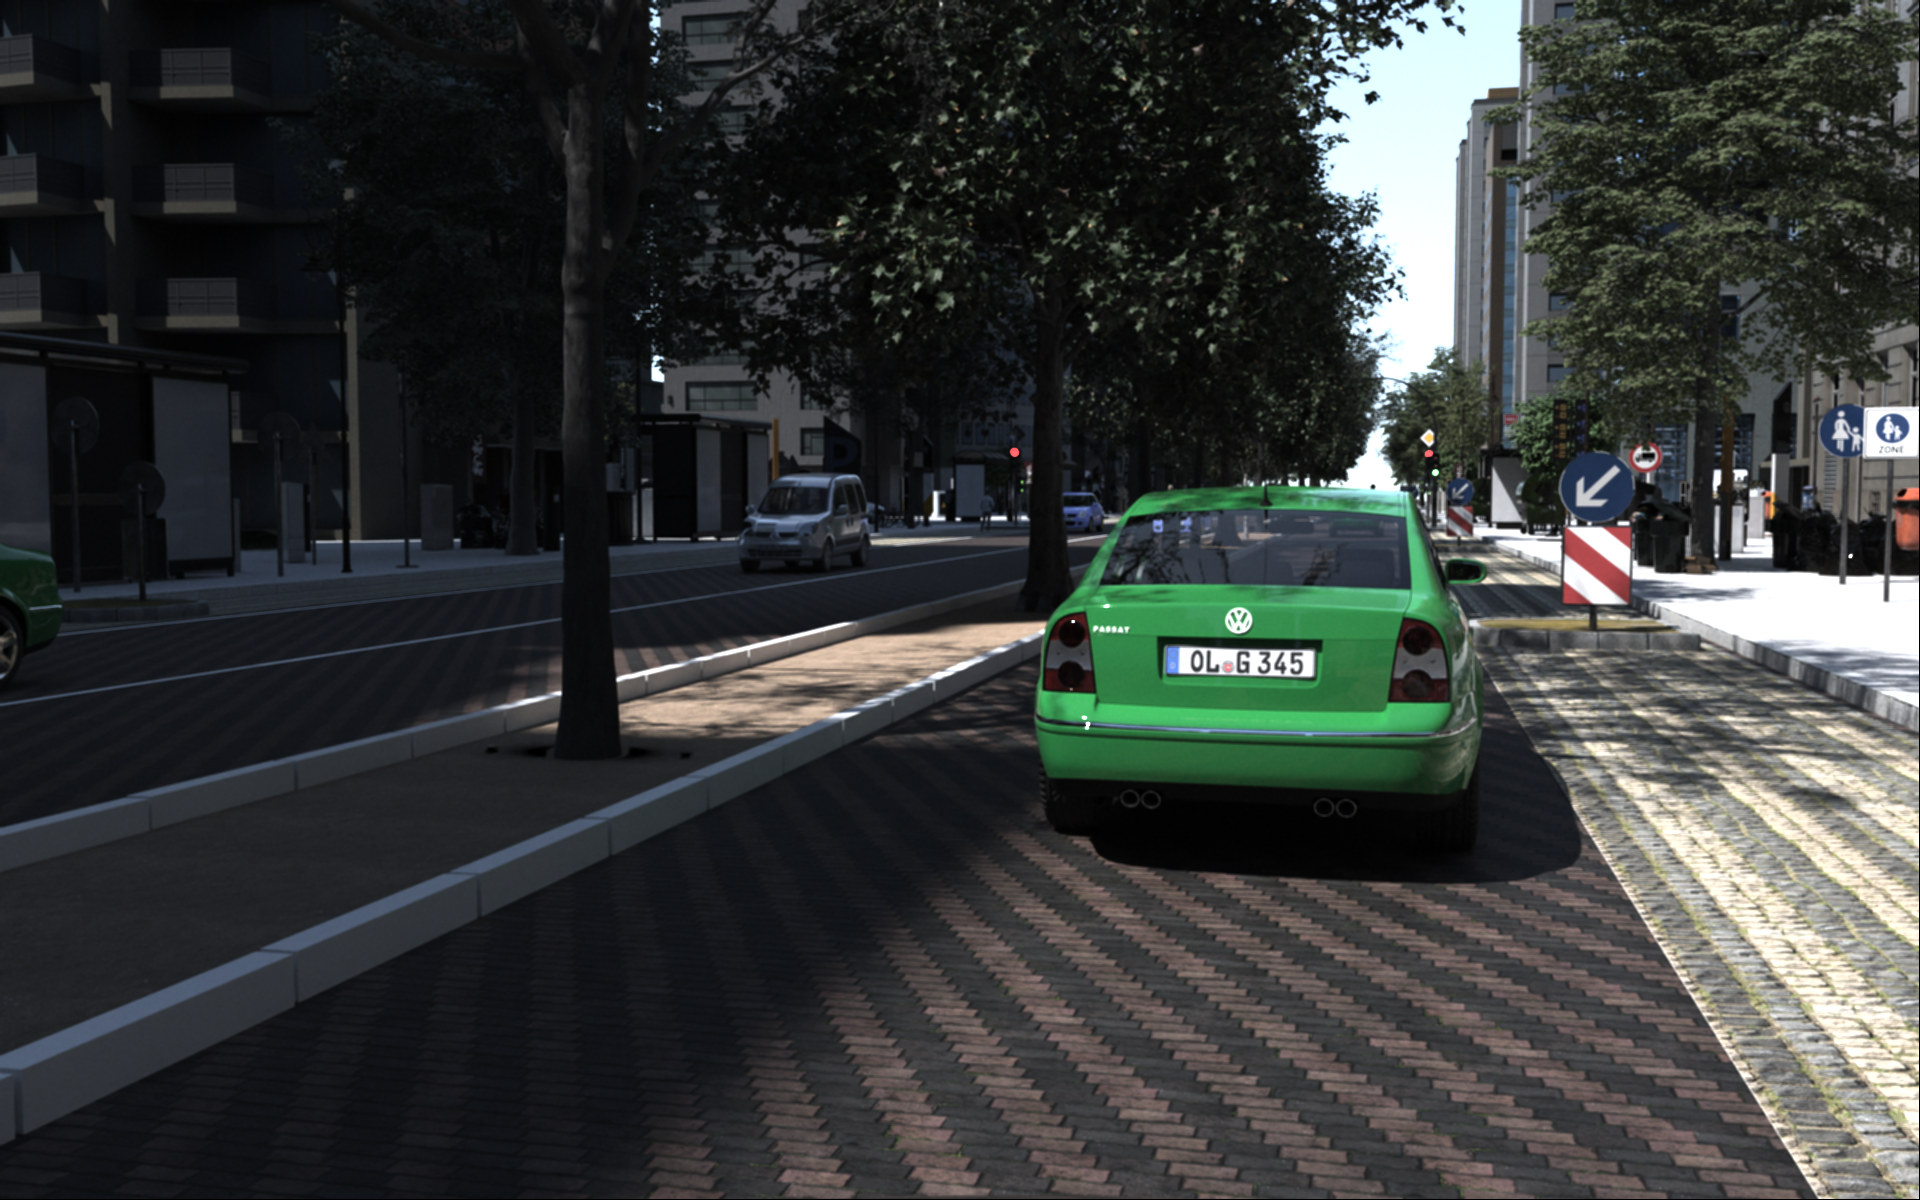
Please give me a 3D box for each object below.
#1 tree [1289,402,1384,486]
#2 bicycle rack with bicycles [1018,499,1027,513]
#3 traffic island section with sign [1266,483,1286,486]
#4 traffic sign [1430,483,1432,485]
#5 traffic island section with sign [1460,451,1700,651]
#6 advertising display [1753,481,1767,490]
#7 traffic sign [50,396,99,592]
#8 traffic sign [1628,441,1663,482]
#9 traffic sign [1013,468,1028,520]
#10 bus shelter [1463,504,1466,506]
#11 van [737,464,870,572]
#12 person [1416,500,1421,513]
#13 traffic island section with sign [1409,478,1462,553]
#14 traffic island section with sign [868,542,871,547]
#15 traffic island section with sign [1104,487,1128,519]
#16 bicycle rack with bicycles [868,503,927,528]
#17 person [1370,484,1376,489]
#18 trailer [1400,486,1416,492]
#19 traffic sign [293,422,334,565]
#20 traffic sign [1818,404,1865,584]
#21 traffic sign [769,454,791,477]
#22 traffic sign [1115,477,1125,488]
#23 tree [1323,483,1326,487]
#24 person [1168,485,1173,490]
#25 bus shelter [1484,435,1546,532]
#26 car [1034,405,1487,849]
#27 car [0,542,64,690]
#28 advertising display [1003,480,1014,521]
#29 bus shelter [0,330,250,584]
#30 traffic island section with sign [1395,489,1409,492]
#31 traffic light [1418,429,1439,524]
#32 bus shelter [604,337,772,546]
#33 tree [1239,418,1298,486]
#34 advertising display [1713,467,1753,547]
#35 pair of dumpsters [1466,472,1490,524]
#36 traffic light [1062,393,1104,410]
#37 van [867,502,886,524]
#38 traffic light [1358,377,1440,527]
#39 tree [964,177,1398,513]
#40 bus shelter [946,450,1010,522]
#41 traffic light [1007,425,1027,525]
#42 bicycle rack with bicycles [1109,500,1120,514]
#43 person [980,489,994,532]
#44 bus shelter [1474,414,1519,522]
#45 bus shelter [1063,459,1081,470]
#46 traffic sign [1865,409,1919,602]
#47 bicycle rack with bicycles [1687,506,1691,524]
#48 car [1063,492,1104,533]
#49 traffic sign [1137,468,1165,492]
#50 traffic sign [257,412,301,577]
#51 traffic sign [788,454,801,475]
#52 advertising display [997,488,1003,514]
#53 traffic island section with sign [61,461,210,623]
[{"bbox_3d":[27.053,-13.534,130.401,9.857,13.997,8.962,0,3,0],"label":"tree"},{"bbox_3d":[5.088,-6.309,116.531,2.925,0.926,2.852,2,4,25],"label":"bicycle rack with bicycles"},{"bbox_3d":[14.074,-4.143,75.879,2.006,1.907,1.989,1,4,13],"label":"traffic island section with sign"},{"bbox_3d":[33.604,-7.515,122.968,0.768,2.556,0.104,1,4,22],"label":"traffic sign"},{"bbox_3d":[5.972,-0.501,16.826,1.989,1.847,2.006,1,4,13],"label":"traffic island section with sign"},{"bbox_3d":[38.161,-4.751,82.896,0.123,1.923,0.974,-1,4,-23],"label":"advertising display"},{"bbox_3d":[-11.527,-1.372,22.538,0.768,2.556,0.104,1,4,16],"label":"traffic sign"},{"bbox_3d":[16.460,-2.541,41.649,0.768,2.556,0.104,1,4,23],"label":"traffic sign"},{"bbox_3d":[2.940,-5.189,84.952,0.768,2.556,0.104,1,4,19],"label":"traffic sign"},{"bbox_3d":[35.117,-8.009,122.225,1.731,3.624,6.357,1,4,13],"label":"bus shelter"},{"bbox_3d":[-2.948,-1.599,33.148,2.013,2.044,4.112,1,4,11],"label":"van"},{"bbox_3d":[14.864,-2.643,56.395,0.352,1.250,0.332,3,4,37],"label":"person"},{"bbox_3d":[12.275,-2.105,43.041,1.989,1.847,2.006,1,4,13],"label":"traffic island section with sign"},{"bbox_3d":[-3.493,-2.336,46.826,1.989,1.847,2.006,1,4,13],"label":"traffic island section with sign"},{"bbox_3d":[9.411,-5.622,100.553,1.989,1.847,2.006,1,4,13],"label":"traffic island section with sign"},{"bbox_3d":[-2.604,-3.246,66.454,2.925,0.926,2.852,-1,4,-20],"label":"bicycle rack with bicycles"},{"bbox_3d":[15.216,-3.371,63.792,0.419,1.800,0.721,1,4,21],"label":"person"},{"bbox_3d":[30.677,-6.836,118.814,1.471,1.999,3.904,1,4,13],"label":"trailer"},{"bbox_3d":[-11.656,-1.908,31.196,0.884,2.594,0.081,1,4,18],"label":"traffic sign"},{"bbox_3d":[12.552,-1.495,24.555,0.768,2.556,0.104,1,4,16],"label":"traffic sign"},{"bbox_3d":[-5.803,-3.392,55.571,0.768,2.556,0.104,1,4,17],"label":"traffic sign"},{"bbox_3d":[11.638,-7.717,126.273,0.768,2.556,0.104,1,4,20],"label":"traffic sign"},{"bbox_3d":[30.844,-11.837,146.347,4.737,8.622,4.395,0,3,0],"label":"tree"},{"bbox_3d":[9.368,-4.201,77.062,0.514,1.842,0.818,1,4,10],"label":"person"},{"bbox_3d":[19.560,-4.086,60.724,2.014,3.302,5.546,1,4,14],"label":"bus shelter"},{"bbox_3d":[1.591,0.017,8.513,1.959,1.807,4.718,1,4,15],"label":"car"},{"bbox_3d":[-8.118,-0.152,11.282,1.959,1.807,4.718,1,4,14],"label":"car"},{"bbox_3d":[2.567,-5.200,90.240,0.123,1.923,0.974,-1,4,-13],"label":"advertising display"},{"bbox_3d":[-13.061,-2.765,22.846,2.179,5.291,8.768,1,4,13],"label":"bus shelter"},{"bbox_3d":[25.123,-5.377,96.536,1.989,1.847,2.006,1,4,13],"label":"traffic island section with sign"},{"bbox_3d":[20.181,-5.243,74.651,0.839,4.253,0.868,1,4,13],"label":"traffic light"},{"bbox_3d":[-7.400,-4.222,46.656,2.179,5.291,8.768,1,4,13],"label":"bus shelter"},{"bbox_3d":[9.071,-6.227,54.632,4.360,8.622,3.978,0,3,0],"label":"tree"},{"bbox_3d":[18.688,-2.261,42.186,0.974,1.923,0.123,2,4,34],"label":"advertising display"},{"bbox_3d":[23.199,-4.549,76.877,1.574,2.255,4.437,1,4,14],"label":"pair of dumpsters"},{"bbox_3d":[6.225,-6.321,78.013,4.771,5.953,1.251,1,4,13],"label":"traffic light"},{"bbox_3d":[-5.292,-4.216,75.950,4.112,2.044,2.013,1,4,14],"label":"van"},{"bbox_3d":[16.260,-5.662,67.234,4.771,5.953,1.251,1,4,13],"label":"traffic light"},{"bbox_3d":[5.286,-6.254,39.120,8.767,10.594,7.601,1,4,13],"label":"tree"},{"bbox_3d":[1.014,-5.355,81.485,2.014,3.302,5.546,1,4,14],"label":"bus shelter"},{"bbox_3d":[2.304,-5.002,70.703,0.839,4.253,0.868,1,4,13],"label":"traffic light"},{"bbox_3d":[9.574,-6.131,113.624,2.852,0.926,2.925,1,4,19],"label":"bicycle rack with bicycles"},{"bbox_3d":[1.009,-3.297,64.213,0.589,1.601,0.330,2,4,28],"label":"person"},{"bbox_3d":[26.201,-6.524,84.306,2.179,5.291,8.768,1,4,14],"label":"bus shelter"},{"bbox_3d":[5.369,-6.335,97.505,2.014,3.302,5.546,1,4,14],"label":"bus shelter"},{"bbox_3d":[11.021,-1.126,20.540,0.606,2.300,0.079,1,4,17],"label":"traffic sign"},{"bbox_3d":[31.611,-3.803,75.561,2.925,0.926,2.852,3,5,40],"label":"bicycle rack with bicycles"},{"bbox_3d":[4.332,-3.406,65.284,1.945,1.707,3.694,1,4,14],"label":"car"},{"bbox_3d":[15.052,-8.737,136.716,2.265,3.308,0.079,1,4,18],"label":"traffic sign"},{"bbox_3d":[-10.575,-1.638,26.888,0.768,2.556,0.104,1,4,14],"label":"traffic sign"},{"bbox_3d":[-5.512,-3.479,56.886,0.884,2.594,0.081,1,4,19],"label":"traffic sign"},{"bbox_3d":[2.573,-6.393,109.747,0.123,1.923,0.974,1,4,21],"label":"advertising display"},{"bbox_3d":[-9.919,-0.703,20.115,1.989,1.847,2.006,1,4,13],"label":"traffic island section with sign"}]
